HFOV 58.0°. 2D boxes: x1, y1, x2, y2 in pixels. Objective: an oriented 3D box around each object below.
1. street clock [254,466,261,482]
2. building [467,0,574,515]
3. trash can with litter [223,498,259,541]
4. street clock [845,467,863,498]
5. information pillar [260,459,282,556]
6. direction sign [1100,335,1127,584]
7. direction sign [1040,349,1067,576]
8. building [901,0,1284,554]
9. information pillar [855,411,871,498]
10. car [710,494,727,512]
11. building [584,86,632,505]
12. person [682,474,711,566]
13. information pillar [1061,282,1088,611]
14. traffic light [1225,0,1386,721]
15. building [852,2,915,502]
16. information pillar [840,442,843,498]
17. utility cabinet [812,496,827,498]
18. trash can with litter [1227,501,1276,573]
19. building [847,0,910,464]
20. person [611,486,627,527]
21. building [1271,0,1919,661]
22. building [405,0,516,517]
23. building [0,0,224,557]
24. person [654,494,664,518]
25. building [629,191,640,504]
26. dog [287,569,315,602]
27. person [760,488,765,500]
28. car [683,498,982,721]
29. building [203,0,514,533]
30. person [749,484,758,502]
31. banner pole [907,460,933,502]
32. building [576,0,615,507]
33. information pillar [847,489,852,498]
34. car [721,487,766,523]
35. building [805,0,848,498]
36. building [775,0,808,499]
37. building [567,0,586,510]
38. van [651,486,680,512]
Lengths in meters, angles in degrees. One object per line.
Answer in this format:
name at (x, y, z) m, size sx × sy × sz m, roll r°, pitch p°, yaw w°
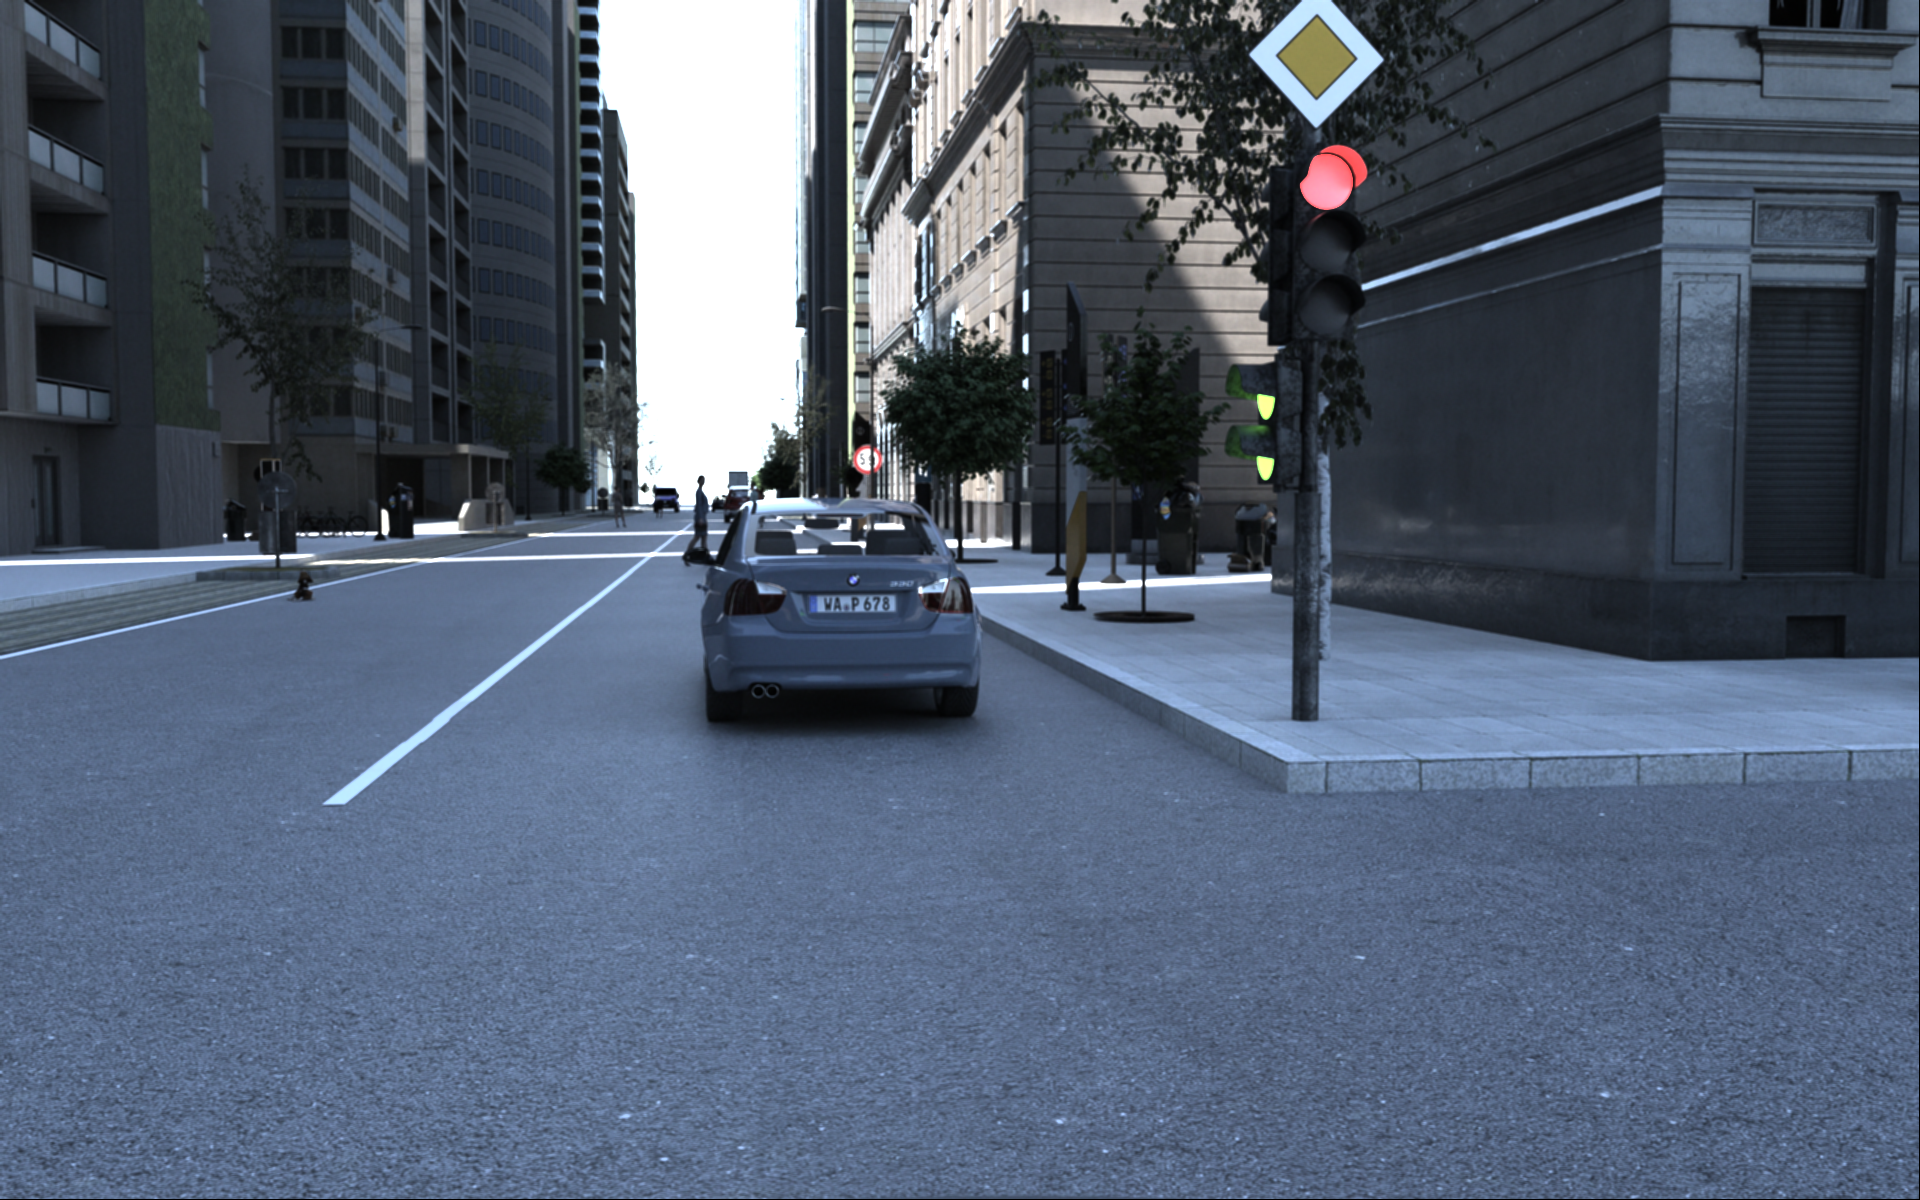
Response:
street clock at (-17.477, -2.386, 43.587) m, size 0.471 × 2.002 × 0.358 m, roll 0°, pitch 4°, yaw -2°
building at (-38.005, -35.058, 115.191) m, size 21.231 × 58.520 × 28.212 m, roll 0°, pitch 4°, yaw -8°
trash can with litter at (-19.511, -2.190, 47.200) m, size 1.055 × 1.170 × 0.624 m, roll -3°, pitch 5°, yaw -40°
street clock at (-2.820, -2.549, 46.240) m, size 0.471 × 2.002 × 0.358 m, roll -1°, pitch 4°, yaw -9°
information pillar at (-14.408, -1.942, 36.248) m, size 0.304 × 2.012 × 0.304 m, roll 0°, pitch 4°, yaw 5°
direction sign at (2.199, -2.002, 24.723) m, size 0.379 × 3.537 × 0.876 m, roll 2°, pitch 4°, yaw 27°
direction sign at (1.545, -2.157, 27.260) m, size 0.379 × 3.537 × 0.876 m, roll -3°, pitch 4°, yaw -37°
building at (5.526, -15.403, 49.099) m, size 12.463 × 27.353 × 25.104 m, roll 0°, pitch 4°, yaw -8°
information pillar at (-2.746, -3.523, 48.959) m, size 0.504 × 3.616 × 0.183 m, roll -1°, pitch 4°, yaw -16°
car at (-19.122, -7.921, 139.299) m, size 2.009 × 1.686 × 4.222 m, roll -1°, pitch 4°, yaw -9°
building at (-50.889, -35.695, 207.314) m, size 21.300 × 48.544 × 21.600 m, roll 0°, pitch 4°, yaw -8°
person at (-5.222, -1.596, 34.610) m, size 0.654 × 1.822 × 0.581 m, roll 1°, pitch 4°, yaw 14°
information pillar at (1.274, -1.691, 19.003) m, size 0.183 × 3.616 × 0.504 m, roll -1°, pitch 4°, yaw -14°
traffic light at (1.942, -1.272, 9.726) m, size 0.839 × 4.253 × 0.868 m, roll 0°, pitch 4°, yaw -8°
building at (2.918, -14.184, 73.713) m, size 13.314 × 21.916 × 24.055 m, roll 0°, pitch 4°, yaw -8°
information pillar at (-5.321, -5.290, 77.841) m, size 0.183 × 3.616 × 0.504 m, roll -1°, pitch 4°, yaw -10°
utility cabinet at (-5.558, -3.508, 68.511) m, size 0.306 × 1.237 × 1.020 m, roll 1°, pitch 4°, yaw 13°
trash can with litter at (4.792, -1.053, 28.601) m, size 0.624 × 1.170 × 1.055 m, roll 2°, pitch 4°, yaw 24°
building at (0.689, -25.186, 95.380) m, size 14.154 × 41.232 × 14.086 m, roll 0°, pitch 4°, yaw -8°
person at (-14.737, -4.037, 74.842) m, size 0.599 × 1.781 × 0.374 m, roll 1°, pitch 4°, yaw 15°
building at (13.509, -10.354, 18.439) m, size 18.267 × 20.994 × 9.793 m, roll 0°, pitch 4°, yaw -8°
building at (-34.814, -39.902, 90.647) m, size 20.563 × 71.187 × 20.611 m, roll 0°, pitch 4°, yaw -8°
building at (-25.176, -21.555, 36.025) m, size 14.154 × 41.232 × 14.086 m, roll 0°, pitch 4°, yaw -8°
person at (-18.298, -5.707, 105.006) m, size 0.799 × 1.438 × 0.628 m, roll 1°, pitch 4°, yaw 18°
building at (-49.632, -33.209, 226.556) m, size 14.154 × 41.232 × 14.086 m, roll 0°, pitch 4°, yaw -8°
dog at (-8.971, -0.199, 23.454) m, size 0.550 × 0.427 × 0.748 m, roll 1°, pitch 4°, yaw 20°
person at (-12.066, -5.975, 106.131) m, size 0.705 × 1.831 × 1.348 m, roll 0°, pitch 4°, yaw -1°
car at (-0.953, -0.019, 12.312) m, size 2.014 × 1.417 × 4.499 m, roll -1°, pitch 4°, yaw -9°
building at (-33.681, -22.647, 62.154) m, size 32.217 × 40.220 × 23.993 m, roll 0°, pitch 4°, yaw -8°
person at (-8.699, -3.968, 73.244) m, size 0.748 × 1.841 × 0.638 m, roll 3°, pitch 5°, yaw 40°
banner pole at (-1.135, -3.423, 45.979) m, size 0.863 × 3.779 × 0.401 m, roll 0°, pitch 4°, yaw 2°
building at (-47.389, -53.056, 180.138) m, size 22.319 × 86.520 × 31.000 m, roll 0°, pitch 4°, yaw -8°
information pillar at (-4.027, -3.698, 64.954) m, size 0.304 × 2.012 × 0.304 m, roll 3°, pitch 5°, yaw 41°
car at (-11.073, -4.897, 88.732) m, size 2.281 × 1.827 × 5.304 m, roll 0°, pitch 4°, yaw -8°
building at (-2.344, -36.857, 144.618) m, size 21.231 × 58.520 × 28.212 m, roll 0°, pitch 4°, yaw -8°
building at (-12.879, -55.931, 227.138) m, size 22.319 × 86.520 × 31.000 m, roll 0°, pitch 4°, yaw -8°
building at (-37.581, -27.735, 137.069) m, size 14.154 × 41.232 × 14.086 m, roll 0°, pitch 4°, yaw -8°
van at (-23.218, -8.113, 137.034) m, size 2.240 × 2.365 × 5.245 m, roll 0°, pitch 4°, yaw -7°
